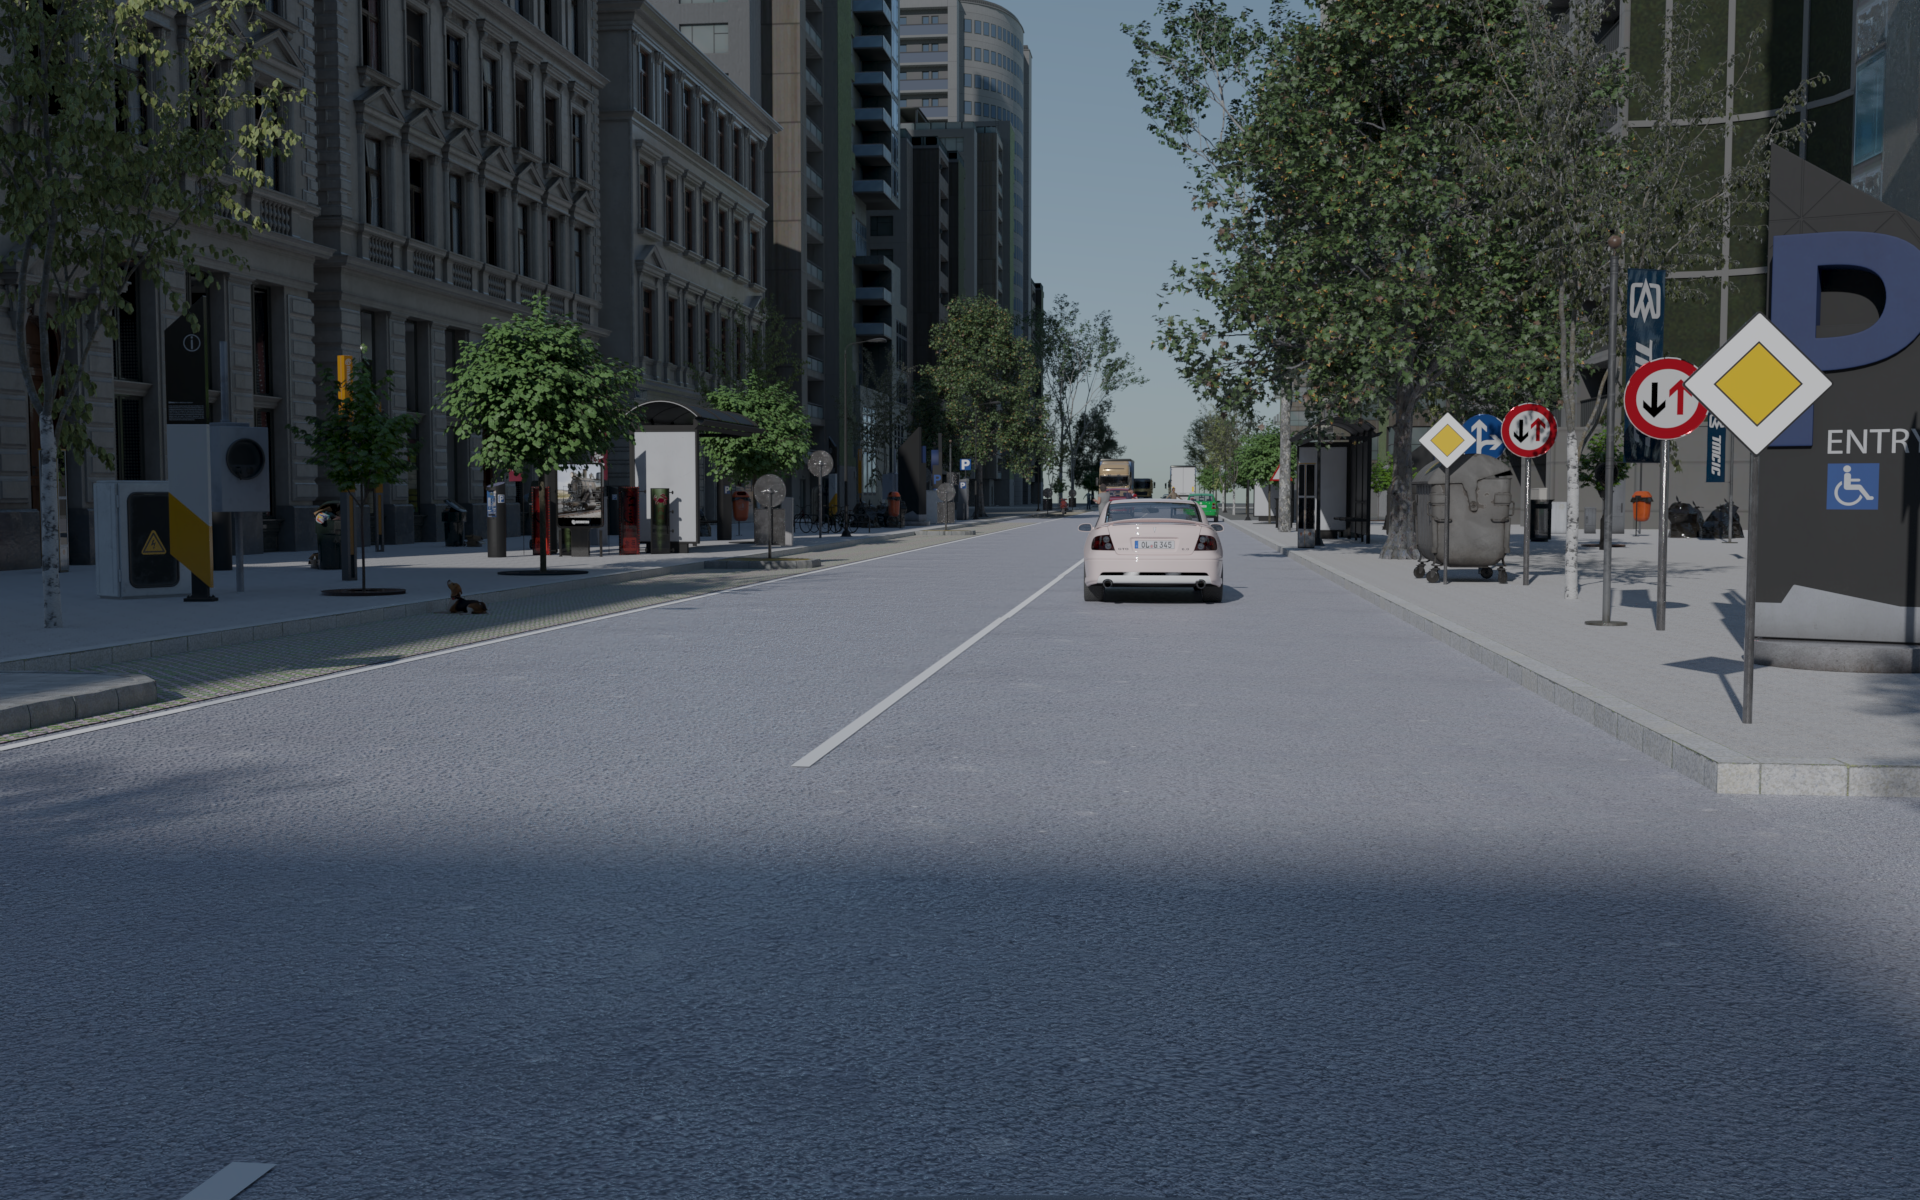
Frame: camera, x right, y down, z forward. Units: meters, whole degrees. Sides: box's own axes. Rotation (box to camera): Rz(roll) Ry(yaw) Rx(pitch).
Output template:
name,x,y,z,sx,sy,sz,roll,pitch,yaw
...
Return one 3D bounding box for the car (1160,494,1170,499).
name,x,y,z,sx,sy,sz,roll,pitch,yaw
car,25.669,-12.307,213.021,2.131,1.459,4.920,1,4,8

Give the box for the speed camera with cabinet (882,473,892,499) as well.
name,x,y,z,sx,sy,sz,roll,pitch,yaw
speed camera with cabinet,-2.670,-5.021,76.421,0.660,3.252,2.038,2,4,29

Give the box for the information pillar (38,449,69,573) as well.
name,x,y,z,sx,sy,sz,roll,pitch,yaw
information pillar,-14.754,-1.450,28.199,0.304,2.012,0.304,0,4,-1

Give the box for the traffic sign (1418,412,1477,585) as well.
name,x,y,z,sx,sy,sz,roll,pitch,yaw
traffic sign,6.871,-1.424,24.466,0.795,2.450,0.064,1,4,14

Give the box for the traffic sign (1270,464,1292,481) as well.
name,x,y,z,sx,sy,sz,roll,pitch,yaw
traffic sign,12.840,-4.236,69.264,0.884,2.594,0.081,1,4,12

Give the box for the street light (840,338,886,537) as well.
name,x,y,z,sx,sy,sz,roll,pitch,yaw
street light,-2.884,-4.849,51.827,1.470,5.913,1.316,0,4,7

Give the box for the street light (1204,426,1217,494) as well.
name,x,y,z,sx,sy,sz,roll,pitch,yaw
street light,17.689,-8.955,118.953,1.470,5.913,1.316,0,4,7

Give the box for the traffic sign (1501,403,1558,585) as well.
name,x,y,z,sx,sy,sz,roll,pitch,yaw
traffic sign,7.952,-1.477,24.261,0.768,2.556,0.104,1,4,9

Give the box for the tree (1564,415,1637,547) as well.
name,x,y,z,sx,sy,sz,roll,pitch,yaw
tree,15.564,-2.911,42.201,1.663,3.219,1.824,0,3,0

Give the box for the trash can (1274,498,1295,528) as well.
name,x,y,z,sx,sy,sz,roll,pitch,yaw
trash can,11.689,-3.107,62.458,0.748,1.137,0.748,0,3,0

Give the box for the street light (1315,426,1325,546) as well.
name,x,y,z,sx,sy,sz,roll,pitch,yaw
street light,8.342,-4.300,42.849,1.470,5.913,1.316,0,4,7

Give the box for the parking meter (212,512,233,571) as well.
name,x,y,z,sx,sy,sz,roll,pitch,yaw
parking meter,-12.432,-1.264,29.076,0.372,1.533,0.369,0,3,0

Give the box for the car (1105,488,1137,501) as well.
name,x,y,z,sx,sy,sz,roll,pitch,yaw
car,9.590,-5.903,105.186,2.281,1.827,5.304,0,4,6

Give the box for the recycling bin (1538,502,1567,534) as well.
name,x,y,z,sx,sy,sz,roll,pitch,yaw
recycling bin,19.190,-2.662,56.081,0.722,1.027,0.722,0,4,3

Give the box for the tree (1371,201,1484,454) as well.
name,x,y,z,sx,sy,sz,roll,pitch,yaw
tree,11.800,-5.592,41.797,4.737,8.622,4.395,0,3,0

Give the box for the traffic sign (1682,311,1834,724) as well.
name,x,y,z,sx,sy,sz,roll,pitch,yaw
traffic sign,4.400,-0.366,9.623,0.795,2.450,0.064,0,4,7

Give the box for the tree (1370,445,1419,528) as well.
name,x,y,z,sx,sy,sz,roll,pitch,yaw
tree,16.595,-4.379,66.195,1.663,3.219,1.824,0,3,0

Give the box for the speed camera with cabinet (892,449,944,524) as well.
name,x,y,z,sx,sy,sz,roll,pitch,yaw
speed camera with cabinet,-1.734,-4.835,73.380,2.038,3.252,0.660,-1,4,-9

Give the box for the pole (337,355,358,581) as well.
name,x,y,z,sx,sy,sz,roll,pitch,yaw
pole,-9.056,-1.942,25.601,0.158,3.312,0.155,0,3,0

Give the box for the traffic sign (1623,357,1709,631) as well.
name,x,y,z,sx,sy,sz,roll,pitch,yaw
traffic sign,6.593,-0.985,16.217,0.768,2.556,0.104,1,4,13

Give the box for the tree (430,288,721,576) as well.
name,x,y,z,sx,sy,sz,roll,pitch,yaw
tree,-6.798,-2.695,27.784,4.285,4.588,4.351,0,3,0

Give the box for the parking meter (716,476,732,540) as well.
name,x,y,z,sx,sy,sz,roll,pitch,yaw
parking meter,-6.546,-2.594,48.123,0.255,1.863,0.399,3,4,38

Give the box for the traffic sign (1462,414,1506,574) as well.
name,x,y,z,sx,sy,sz,roll,pitch,yaw
traffic sign,8.355,-1.688,27.709,0.768,2.556,0.104,1,4,17

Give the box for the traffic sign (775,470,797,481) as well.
name,x,y,z,sx,sy,sz,roll,pitch,yaw
traffic sign,-5.005,-2.980,48.732,0.884,2.594,0.081,1,4,15

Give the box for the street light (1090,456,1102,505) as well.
name,x,y,z,sx,sy,sz,roll,pitch,yaw
street light,16.560,-14.564,210.656,1.470,5.913,1.316,0,4,7

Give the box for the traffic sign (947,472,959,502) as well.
name,x,y,z,sx,sy,sz,roll,pitch,yaw
traffic sign,-0.325,-4.795,80.532,0.606,2.300,0.079,1,4,12

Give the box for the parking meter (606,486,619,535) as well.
name,x,y,z,sx,sy,sz,roll,pitch,yaw
parking meter,-10.805,-2.781,53.875,0.372,1.533,0.369,0,3,0

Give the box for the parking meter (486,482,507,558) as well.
name,x,y,z,sx,sy,sz,roll,pitch,yaw
parking meter,-9.373,-1.628,35.024,0.372,1.533,0.369,0,3,0

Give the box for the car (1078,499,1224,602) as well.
name,x,y,z,sx,sy,sz,roll,pitch,yaw
car,2.692,-0.735,24.384,2.083,1.381,4.827,0,4,5

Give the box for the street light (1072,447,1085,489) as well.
name,x,y,z,sx,sy,sz,roll,pitch,yaw
street light,11.581,-12.068,169.849,1.470,5.913,1.316,0,4,7

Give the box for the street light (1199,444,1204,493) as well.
name,x,y,z,sx,sy,sz,roll,pitch,yaw
street light,22.864,-11.468,160.043,1.470,5.913,1.316,0,4,7

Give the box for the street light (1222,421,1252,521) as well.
name,x,y,z,sx,sy,sz,roll,pitch,yaw
street light,13.389,-6.795,83.646,1.470,5.913,1.316,0,4,7

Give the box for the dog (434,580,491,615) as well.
name,x,y,z,sx,sy,sz,roll,pitch,yaw
dog,-5.899,-0.022,20.561,0.550,0.427,0.748,-2,4,-33

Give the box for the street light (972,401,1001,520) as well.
name,x,y,z,sx,sy,sz,roll,pitch,yaw
street light,1.335,-6.999,86.972,1.470,5.913,1.316,0,4,7

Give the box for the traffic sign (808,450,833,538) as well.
name,x,y,z,sx,sy,sz,roll,pitch,yaw
traffic sign,-4.070,-3.075,50.390,0.768,2.556,0.104,1,4,10

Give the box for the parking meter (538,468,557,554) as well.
name,x,y,z,sx,sy,sz,roll,pitch,yaw
parking meter,-8.821,-1.916,37.041,0.255,1.863,0.399,-3,5,-40

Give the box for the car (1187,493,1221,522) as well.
name,x,y,z,sx,sy,sz,roll,pitch,yaw
car,12.450,-4.925,89.313,1.959,1.807,4.718,1,4,9

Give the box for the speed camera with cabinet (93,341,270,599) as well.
name,x,y,z,sx,sy,sz,roll,pitch,yaw
speed camera with cabinet,-9.815,-1.685,21.892,0.660,3.252,2.038,3,4,37

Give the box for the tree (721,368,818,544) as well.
name,x,y,z,sx,sy,sz,roll,pitch,yaw
tree,-5.372,-3.771,45.371,4.285,4.588,4.351,0,3,0

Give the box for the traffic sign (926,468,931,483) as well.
name,x,y,z,sx,sy,sz,roll,pitch,yaw
traffic sign,-1.747,-5.018,82.150,0.768,2.556,0.104,1,4,9

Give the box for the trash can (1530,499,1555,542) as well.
name,x,y,z,sx,sy,sz,roll,pitch,yaw
trash can,15.579,-2.134,46.544,0.748,1.137,0.748,0,3,0

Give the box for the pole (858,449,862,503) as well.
name,x,y,z,sx,sy,sz,roll,pitch,yaw
pole,-4.511,-5.150,78.048,0.158,3.312,0.155,0,3,0

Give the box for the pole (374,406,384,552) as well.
name,x,y,z,sx,sy,sz,roll,pitch,yaw
pole,-12.881,-2.722,38.348,0.158,3.312,0.155,0,3,0

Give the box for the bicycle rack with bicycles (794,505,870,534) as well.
name,x,y,z,sx,sy,sz,roll,pitch,yaw
bicycle rack with bicycles,-4.239,-2.686,57.303,2.852,0.926,2.925,-3,5,-43

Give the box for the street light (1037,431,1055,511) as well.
name,x,y,z,sx,sy,sz,roll,pitch,yaw
street light,6.348,-9.515,128.112,1.470,5.913,1.316,0,4,7
